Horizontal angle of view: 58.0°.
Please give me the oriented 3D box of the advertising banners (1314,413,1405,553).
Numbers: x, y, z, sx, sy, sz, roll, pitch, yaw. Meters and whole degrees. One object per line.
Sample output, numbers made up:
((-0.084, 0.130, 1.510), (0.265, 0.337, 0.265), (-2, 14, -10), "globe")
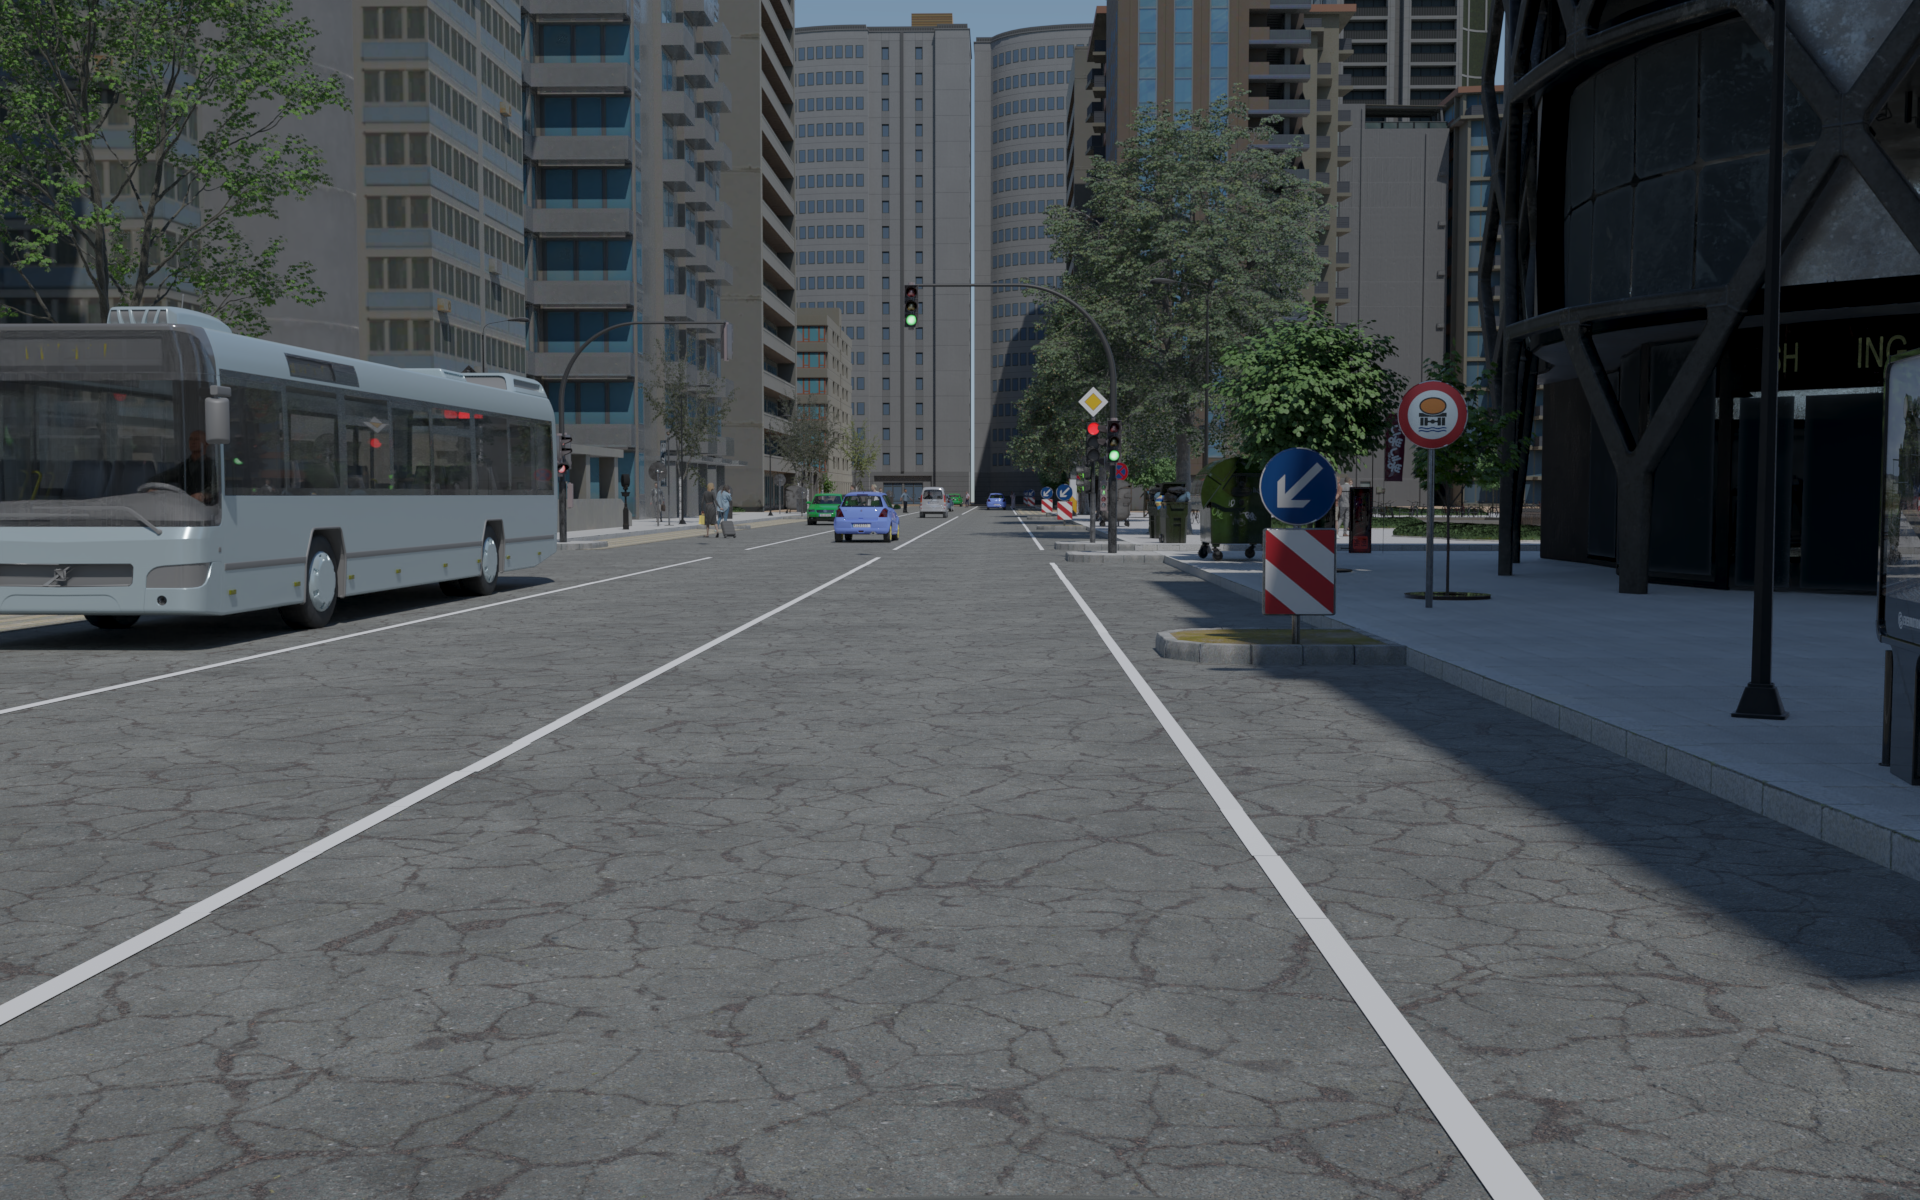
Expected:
((8.658, -2.529, 37.534), (2.074, 3.025, 0.090), (1, 4, 17), "advertising banners")

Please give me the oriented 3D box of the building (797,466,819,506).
((-23.236, -43.679, 152.400), (20.563, 71.187, 20.611), (0, 4, 1), "building")

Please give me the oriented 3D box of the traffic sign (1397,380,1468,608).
((5.299, -1.186, 19.490), (0.768, 2.556, 0.104), (1, 4, 8), "traffic sign")

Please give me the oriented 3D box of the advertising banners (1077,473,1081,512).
((7.926, -7.297, 115.492), (0.090, 3.025, 2.074), (0, 4, -1), "advertising banners")

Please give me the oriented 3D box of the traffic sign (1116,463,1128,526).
((6.339, -4.229, 69.251), (0.768, 2.556, 0.104), (0, 4, 3), "traffic sign")

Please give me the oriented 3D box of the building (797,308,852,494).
((-26.904, -20.561, 181.206), (28.899, 21.520, 27.650), (0, 4, 1), "building")

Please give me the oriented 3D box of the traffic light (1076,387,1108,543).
((3.469, -3.457, 45.435), (0.839, 4.253, 0.868), (0, 4, 1), "traffic light")

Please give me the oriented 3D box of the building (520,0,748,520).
((-25.188, -29.235, 97.599), (23.786, 49.044, 30.456), (0, 4, 1), "building")

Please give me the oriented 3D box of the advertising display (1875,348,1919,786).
((4.283, -0.153, 7.720), (0.123, 1.923, 0.974), (1, 4, 15), "advertising display")

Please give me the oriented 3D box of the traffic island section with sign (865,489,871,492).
((-7.757, -8.517, 147.882), (1.989, 1.847, 2.006), (0, 4, 1), "traffic island section with sign")

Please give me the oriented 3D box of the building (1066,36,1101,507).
((22.123, -34.080, 180.905), (21.300, 48.544, 21.600), (0, 4, 1), "building")

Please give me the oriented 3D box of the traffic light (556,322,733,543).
((-8.395, -4.347, 45.737), (4.771, 5.953, 1.251), (0, 4, 1), "traffic light")

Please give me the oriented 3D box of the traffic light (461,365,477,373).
((-10.680, -2.988, 37.769), (0.839, 4.253, 0.868), (0, 4, 1), "traffic light")

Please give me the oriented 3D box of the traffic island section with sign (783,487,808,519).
((-8.944, -5.481, 98.239), (1.989, 1.847, 2.006), (0, 4, 1), "traffic island section with sign")

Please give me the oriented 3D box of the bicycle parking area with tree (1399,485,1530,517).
((23.858, -6.305, 90.082), (8.231, 4.147, 9.016), (0, 4, -1), "bicycle parking area with tree")

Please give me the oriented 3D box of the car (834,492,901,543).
((-2.786, -2.615, 52.346), (1.945, 1.707, 3.694), (0, 4, 3), "car")

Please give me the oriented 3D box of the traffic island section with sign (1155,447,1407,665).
((2.788, -0.420, 15.490), (1.989, 1.847, 2.006), (0, 4, 1), "traffic island section with sign")

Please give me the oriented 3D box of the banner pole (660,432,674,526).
((-11.996, -4.929, 70.610), (0.401, 3.779, 0.863), (-3, 5, -41), "banner pole")

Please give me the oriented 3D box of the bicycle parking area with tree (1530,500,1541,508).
((37.702, -7.237, 105.329), (8.231, 4.147, 9.016), (-2, 4, -31), "bicycle parking area with tree")

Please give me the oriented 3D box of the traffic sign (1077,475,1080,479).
((7.503, -6.920, 113.241), (0.768, 2.556, 0.104), (1, 4, 8), "traffic sign")

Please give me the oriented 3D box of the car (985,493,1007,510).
((3.219, -8.799, 153.461), (1.945, 1.707, 3.694), (0, 4, 0), "car")

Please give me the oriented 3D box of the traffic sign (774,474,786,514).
((-11.445, -6.721, 110.000), (0.768, 2.556, 0.104), (0, 4, 5), "traffic sign")

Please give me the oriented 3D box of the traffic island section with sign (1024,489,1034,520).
((4.760, -5.429, 97.395), (1.989, 1.847, 2.006), (0, 4, 1), "traffic island section with sign")

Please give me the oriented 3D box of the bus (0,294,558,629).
((-7.932, -1.613, 21.235), (2.948, 3.499, 13.247), (0, 4, 2), "bus")

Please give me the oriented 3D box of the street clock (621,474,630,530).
((-12.031, -3.532, 62.325), (0.358, 2.002, 0.471), (-2, 4, -26), "street clock")

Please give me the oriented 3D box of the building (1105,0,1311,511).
((18.553, -29.575, 133.655), (14.600, 45.320, 14.200), (0, 4, 1), "building")

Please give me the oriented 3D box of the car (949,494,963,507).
((-0.628, -11.424, 195.578), (1.959, 1.807, 4.718), (0, 4, 2), "car")

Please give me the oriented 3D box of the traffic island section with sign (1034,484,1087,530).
((4.104, -3.763, 70.155), (1.989, 1.847, 2.006), (0, 4, 1), "traffic island section with sign")

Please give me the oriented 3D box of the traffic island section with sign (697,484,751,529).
((-9.613, -3.801, 70.770), (1.989, 1.847, 2.006), (0, 4, 1), "traffic island section with sign")

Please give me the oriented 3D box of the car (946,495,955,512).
((-1.462, -7.929, 141.641), (2.014, 1.417, 4.499), (0, 4, 3), "car")

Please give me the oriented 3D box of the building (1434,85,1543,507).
((64.612, -32.184, 180.835), (28.867, 44.769, 22.147), (0, 4, 1), "building")

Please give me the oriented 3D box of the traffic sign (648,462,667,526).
((-11.967, -4.189, 68.599), (0.768, 2.556, 0.104), (0, 4, 5), "traffic sign")

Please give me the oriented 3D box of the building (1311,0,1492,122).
((55.321, -47.515, 215.117), (20.611, 71.187, 20.563), (0, 4, 1), "building")

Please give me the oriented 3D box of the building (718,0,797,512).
((-24.373, -31.091, 132.046), (21.300, 48.544, 21.600), (0, 4, 1), "building")

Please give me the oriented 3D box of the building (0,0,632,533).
((-29.371, -22.603, 61.447), (32.217, 40.220, 23.993), (0, 4, 1), "building")

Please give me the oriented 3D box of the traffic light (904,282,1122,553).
((1.184, -3.834, 37.361), (4.771, 5.953, 1.251), (0, 4, 1), "traffic light")

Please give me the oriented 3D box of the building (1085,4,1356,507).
((22.580, -30.654, 155.816), (22.147, 44.769, 28.867), (0, 4, 1), "building")

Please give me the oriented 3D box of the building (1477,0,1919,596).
((16.552, -9.672, 25.586), (16.820, 18.784, 16.811), (0, 4, 1), "building")

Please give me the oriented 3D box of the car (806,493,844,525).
((-6.152, -4.411, 80.923), (1.959, 1.807, 4.718), (0, 4, -1), "car")

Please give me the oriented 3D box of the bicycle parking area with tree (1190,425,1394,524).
((12.736, -5.188, 71.824), (8.231, 4.147, 9.016), (2, 4, 27), "bicycle parking area with tree")

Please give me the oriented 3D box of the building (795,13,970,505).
((-12.662, -41.264, 216.662), (28.212, 58.520, 21.231), (0, 4, 1), "building")

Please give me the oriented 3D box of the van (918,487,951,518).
((-1.574, -5.985, 104.863), (2.013, 2.044, 4.112), (0, 4, 1), "van")

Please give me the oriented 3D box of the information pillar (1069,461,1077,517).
((6.468, -6.579, 98.925), (0.504, 3.616, 0.183), (-2, 4, -35), "information pillar")

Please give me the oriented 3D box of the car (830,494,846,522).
((-5.924, -4.990, 91.371), (2.009, 1.686, 4.222), (0, 4, 0), "car")

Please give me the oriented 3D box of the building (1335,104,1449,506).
((43.222, -30.655, 184.797), (14.086, 41.232, 14.154), (0, 4, 1), "building")

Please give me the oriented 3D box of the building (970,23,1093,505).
((15.847, -41.228, 216.071), (28.212, 58.520, 21.231), (0, 4, 1), "building")
